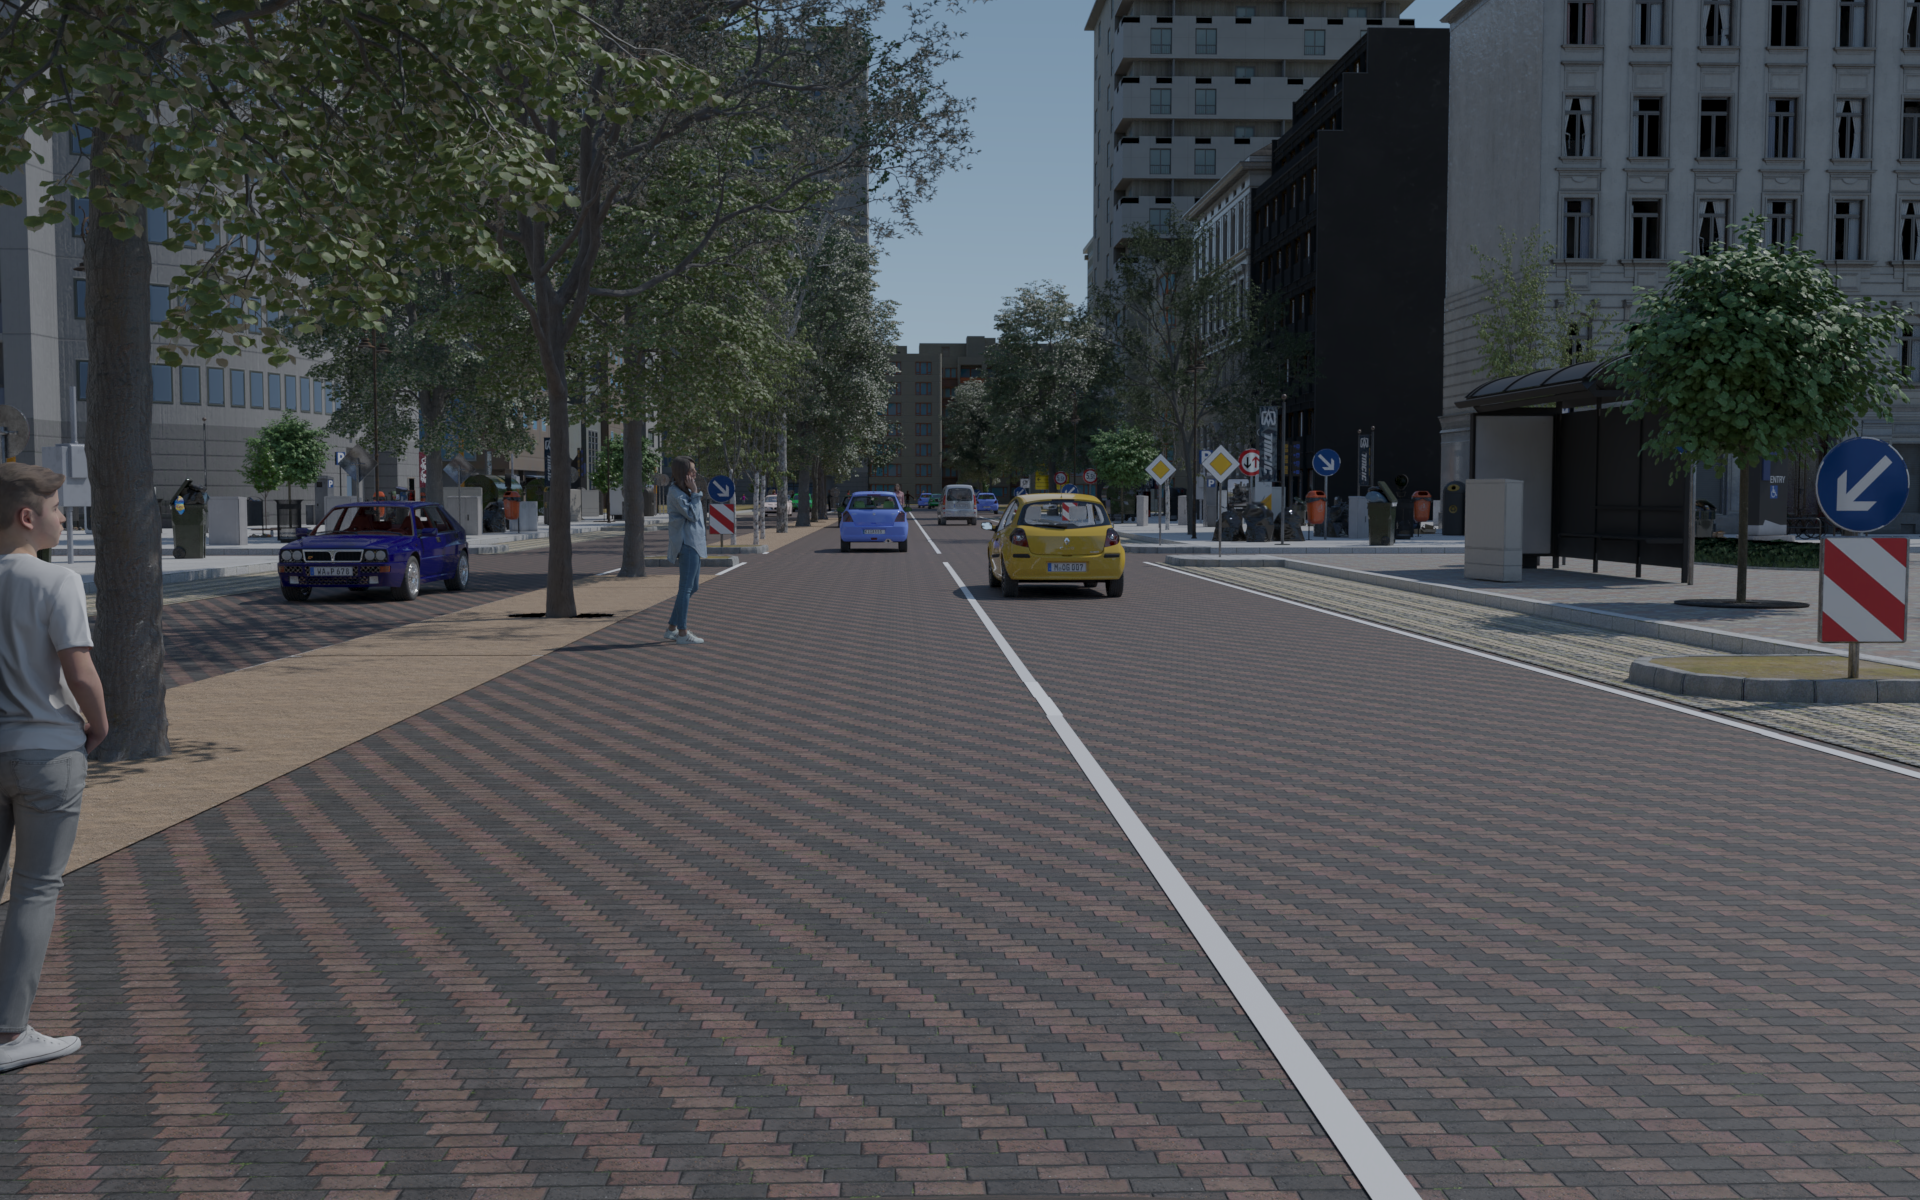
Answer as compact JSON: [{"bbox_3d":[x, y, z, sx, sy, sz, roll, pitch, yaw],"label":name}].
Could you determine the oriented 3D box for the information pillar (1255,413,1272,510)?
[{"bbox_3d":[8.750,-3.588,50.012,0.504,3.616,0.183,0,4,7],"label":"information pillar"}]

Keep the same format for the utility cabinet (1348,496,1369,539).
[{"bbox_3d":[11.553,-2.384,50.139,0.306,1.237,1.020,2,4,31],"label":"utility cabinet"}]

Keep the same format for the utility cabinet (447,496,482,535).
[{"bbox_3d":[-15.397,-2.608,53.795,1.020,1.237,0.306,1,4,10],"label":"utility cabinet"}]

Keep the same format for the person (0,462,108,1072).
[{"bbox_3d":[-2.422,0.412,4.359,0.503,1.515,0.523,-2,4,-27],"label":"person"}]

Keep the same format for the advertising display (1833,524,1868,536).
[{"bbox_3d":[23.567,-2.482,45.787,0.974,1.923,0.123,0,4,1],"label":"advertising display"}]

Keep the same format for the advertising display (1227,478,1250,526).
[{"bbox_3d":[11.350,-3.999,70.595,0.974,1.923,0.123,2,4,30],"label":"advertising display"}]

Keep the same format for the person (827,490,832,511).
[{"bbox_3d":[-11.042,-8.407,146.089,0.705,1.807,1.348,1,4,19],"label":"person"}]

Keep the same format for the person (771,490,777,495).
[{"bbox_3d":[-13.194,-6.989,123.494,1.217,1.743,0.721,2,4,29],"label":"person"}]

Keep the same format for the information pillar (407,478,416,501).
[{"bbox_3d":[-24.497,-4.457,77.364,0.304,2.012,0.304,-2,4,-25],"label":"information pillar"}]

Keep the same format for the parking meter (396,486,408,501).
[{"bbox_3d":[-18.260,-2.952,56.684,0.372,1.533,0.369,0,3,0],"label":"parking meter"}]

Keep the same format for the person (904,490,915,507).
[{"bbox_3d":[-4.169,-7.925,138.902,1.217,1.723,0.721,1,4,15],"label":"person"}]

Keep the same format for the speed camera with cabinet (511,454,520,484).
[{"bbox_3d":[-22.676,-5.541,84.934,2.038,3.252,0.660,0,4,3],"label":"speed camera with cabinet"}]

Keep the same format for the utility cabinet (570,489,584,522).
[{"bbox_3d":[-17.801,-4.324,79.383,0.318,1.500,1.173,1,4,19],"label":"utility cabinet"}]

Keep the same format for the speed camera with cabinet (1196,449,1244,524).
[{"bbox_3d":[11.274,-4.937,75.059,2.038,3.252,0.660,2,4,35],"label":"speed camera with cabinet"}]

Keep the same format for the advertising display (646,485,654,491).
[{"bbox_3d":[-19.688,-6.385,109.608,0.974,1.923,0.123,-2,4,-30],"label":"advertising display"}]

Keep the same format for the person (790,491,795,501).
[{"bbox_3d":[-14.945,-8.860,153.880,0.721,1.766,1.217,-2,4,-23],"label":"person"}]

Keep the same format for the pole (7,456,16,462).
[{"bbox_3d":[-24.831,-3.150,45.353,0.158,3.312,0.155,0,3,0],"label":"pole"}]

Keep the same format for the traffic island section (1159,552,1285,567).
[{"bbox_3d":[5.290,-0.786,35.135,2.009,0.180,2.903,0,4,-2],"label":"traffic island section"}]

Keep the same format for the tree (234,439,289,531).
[{"bbox_3d":[-24.501,-4.078,61.274,1.663,3.219,1.824,0,3,0],"label":"tree"}]

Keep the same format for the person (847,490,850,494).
[{"bbox_3d":[-11.866,-10.796,184.953,0.705,1.831,1.348,0,4,5],"label":"person"}]

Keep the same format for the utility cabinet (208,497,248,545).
[{"bbox_3d":[-18.387,-1.978,43.501,1.020,1.237,0.306,1,4,22],"label":"utility cabinet"}]

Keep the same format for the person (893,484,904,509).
[{"bbox_3d":[-2.405,-3.533,66.279,0.555,1.821,0.388,-1,4,-19],"label":"person"}]

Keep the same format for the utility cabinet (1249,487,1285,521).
[{"bbox_3d":[9.505,-2.752,53.679,1.173,1.500,0.318,-2,4,-27],"label":"utility cabinet"}]

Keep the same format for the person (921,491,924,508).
[{"bbox_3d":[-3.896,-10.481,180.411,0.434,1.755,0.990,1,4,11],"label":"person"}]

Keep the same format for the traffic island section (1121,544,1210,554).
[{"bbox_3d":[5.000,-1.274,43.115,2.009,0.180,2.903,0,4,-2],"label":"traffic island section"}]

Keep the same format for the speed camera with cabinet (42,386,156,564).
[{"bbox_3d":[-16.188,-2.341,32.609,0.660,3.252,2.038,2,4,24],"label":"speed camera with cabinet"}]

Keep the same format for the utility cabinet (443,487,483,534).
[{"bbox_3d":[-15.846,-2.847,55.220,1.173,1.500,0.318,-1,4,-9],"label":"utility cabinet"}]

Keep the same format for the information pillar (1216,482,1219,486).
[{"bbox_3d":[15.070,-5.951,101.791,0.304,2.012,0.304,3,5,41],"label":"information pillar"}]

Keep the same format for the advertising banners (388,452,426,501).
[{"bbox_3d":[-22.528,-4.569,70.883,0.090,3.025,2.074,2,4,32],"label":"advertising banners"}]

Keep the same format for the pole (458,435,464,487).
[{"bbox_3d":[-17.278,-4.051,60.071,0.158,3.312,0.155,0,3,0],"label":"pole"}]

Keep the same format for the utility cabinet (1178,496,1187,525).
[{"bbox_3d":[9.292,-3.671,71.184,0.306,1.237,1.020,-1,4,-17],"label":"utility cabinet"}]

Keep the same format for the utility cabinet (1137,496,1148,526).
[{"bbox_3d":[7.297,-3.551,69.220,0.306,1.237,1.020,1,4,16],"label":"utility cabinet"}]

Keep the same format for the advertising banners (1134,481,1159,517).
[{"bbox_3d":[10.337,-6.105,95.997,2.074,3.025,0.090,-1,4,-20],"label":"advertising banners"}]

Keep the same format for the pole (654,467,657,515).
[{"bbox_3d":[-18.595,-6.840,105.676,0.158,3.312,0.155,0,3,0],"label":"pole"}]

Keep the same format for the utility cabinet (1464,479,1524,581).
[{"bbox_3d":[7.885,-1.034,25.579,0.318,1.500,1.173,-1,4,-11],"label":"utility cabinet"}]

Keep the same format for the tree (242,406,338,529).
[{"bbox_3d":[-25.020,-4.961,64.832,4.285,4.588,4.351,0,3,0],"label":"tree"}]

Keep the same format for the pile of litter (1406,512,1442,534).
[{"bbox_3d":[14.791,-2.553,55.701,1.719,0.858,1.176,0,4,4],"label":"pile of litter"}]

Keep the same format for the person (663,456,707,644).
[{"bbox_3d":[-2.647,-0.478,16.573,0.793,1.790,0.793,-3,4,-36],"label":"person"}]

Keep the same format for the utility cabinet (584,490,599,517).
[{"bbox_3d":[-20.845,-5.403,97.021,1.173,1.500,0.318,-2,4,-24],"label":"utility cabinet"}]

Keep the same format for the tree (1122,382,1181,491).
[{"bbox_3d":[12.163,-9.869,111.722,4.737,8.622,4.395,0,3,0],"label":"tree"}]

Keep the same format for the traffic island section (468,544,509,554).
[{"bbox_3d":[-12.280,-1.236,42.493,2.009,0.180,2.903,0,4,-2],"label":"traffic island section"}]

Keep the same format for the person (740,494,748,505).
[{"bbox_3d":[-24.445,-11.264,195.893,0.991,1.433,0.599,-3,4,-38],"label":"person"}]

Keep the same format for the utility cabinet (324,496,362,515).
[{"bbox_3d":[-20.037,-2.750,56.125,1.020,1.237,0.306,-2,4,-31],"label":"utility cabinet"}]

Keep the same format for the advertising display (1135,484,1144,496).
[{"bbox_3d":[11.228,-6.304,108.291,0.123,1.923,0.974,3,4,38],"label":"advertising display"}]

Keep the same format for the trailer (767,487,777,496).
[{"bbox_3d":[-16.158,-8.712,149.485,1.471,1.999,3.904,0,4,-4],"label":"trailer"}]
